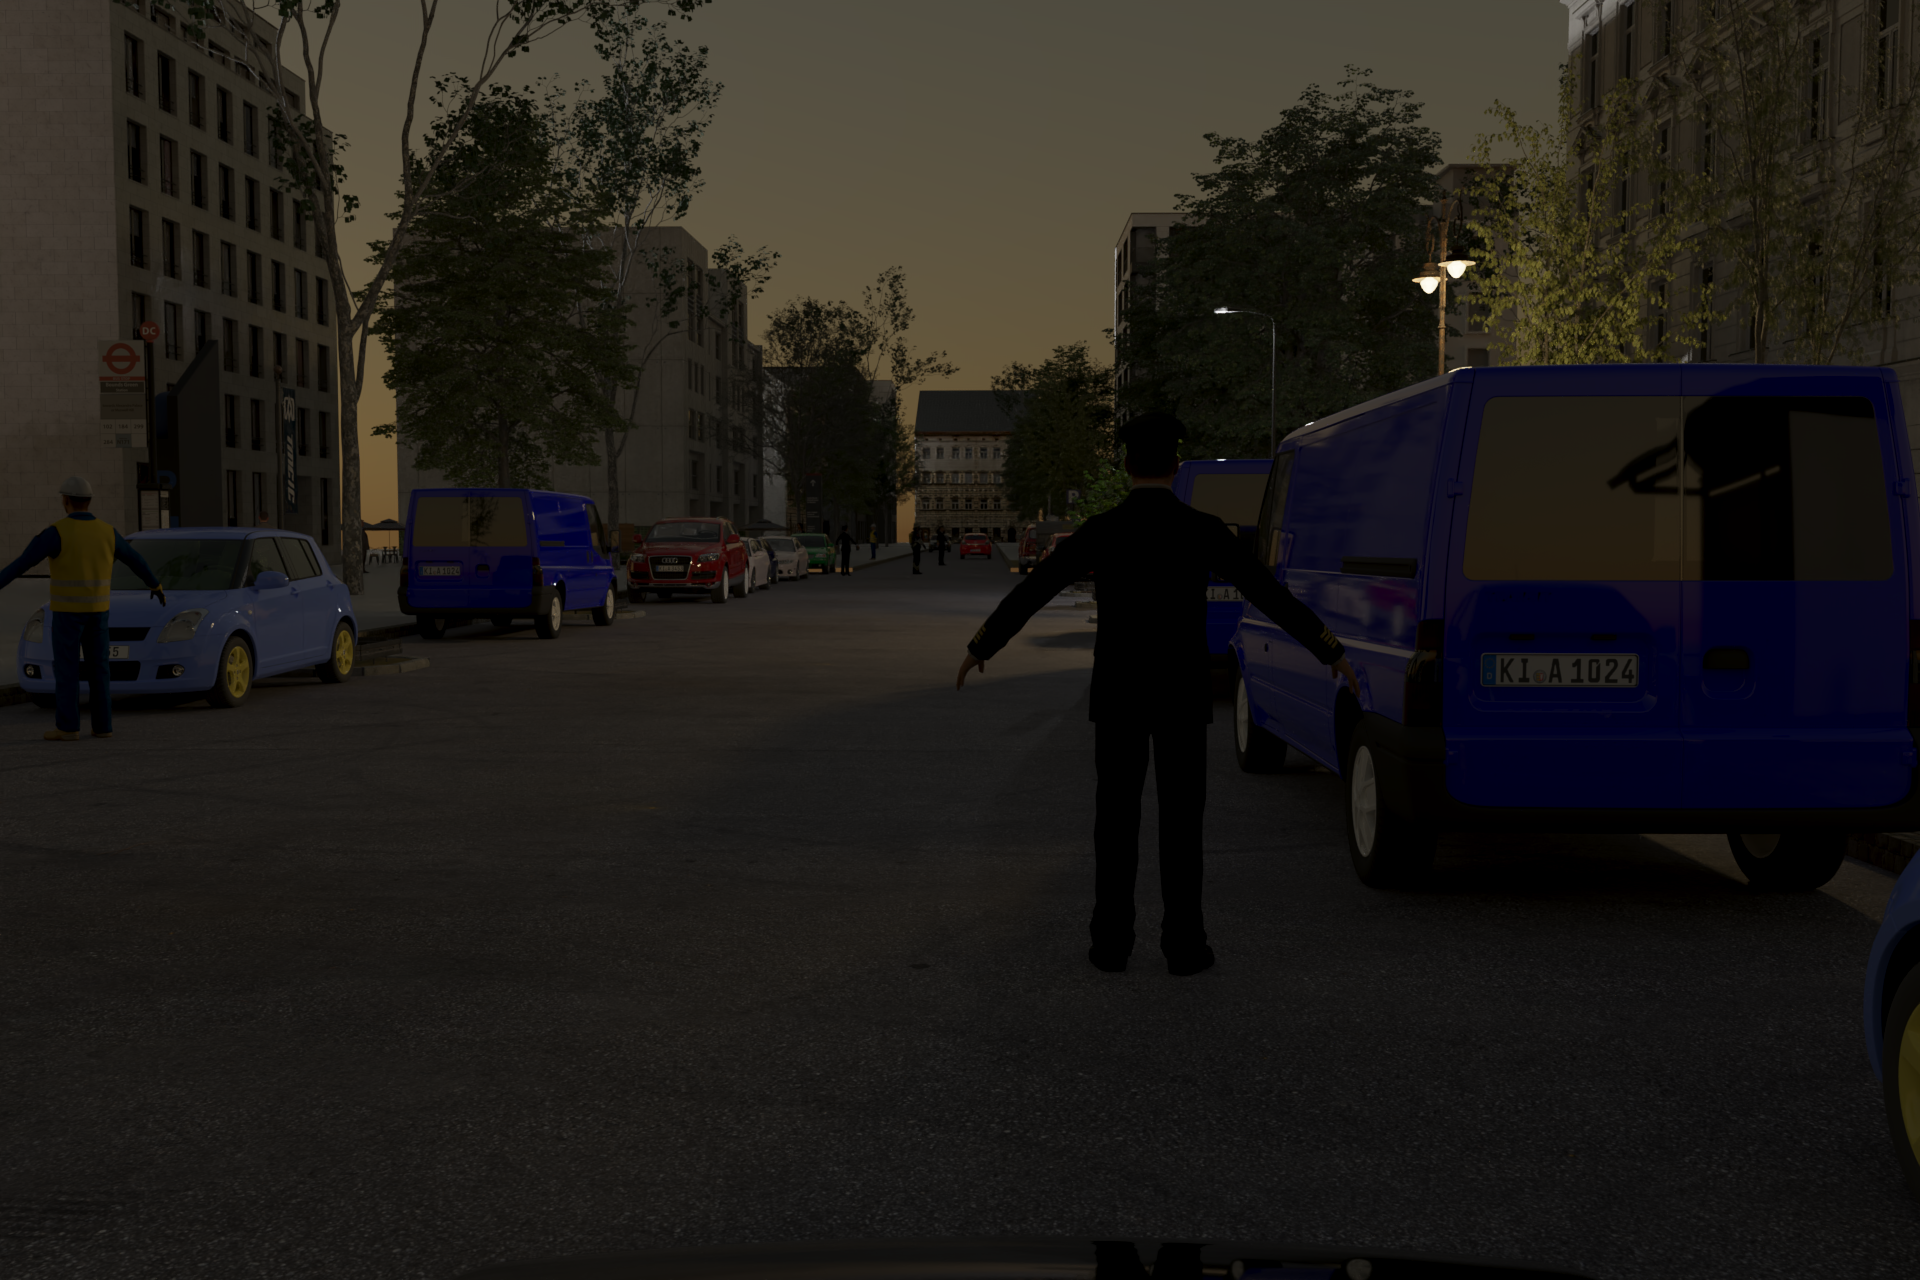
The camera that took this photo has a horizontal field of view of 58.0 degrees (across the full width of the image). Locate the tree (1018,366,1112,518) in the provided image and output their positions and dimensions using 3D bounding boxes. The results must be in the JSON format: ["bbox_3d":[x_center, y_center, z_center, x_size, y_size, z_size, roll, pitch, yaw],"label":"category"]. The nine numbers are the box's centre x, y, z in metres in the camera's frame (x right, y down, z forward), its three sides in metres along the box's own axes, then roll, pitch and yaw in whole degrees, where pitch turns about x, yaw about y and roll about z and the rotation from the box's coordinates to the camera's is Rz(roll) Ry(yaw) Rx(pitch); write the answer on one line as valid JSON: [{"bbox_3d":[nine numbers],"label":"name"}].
[{"bbox_3d":[4.740,-7.630,75.120,4.737,8.622,4.395,0,3,0],"label":"tree"}]

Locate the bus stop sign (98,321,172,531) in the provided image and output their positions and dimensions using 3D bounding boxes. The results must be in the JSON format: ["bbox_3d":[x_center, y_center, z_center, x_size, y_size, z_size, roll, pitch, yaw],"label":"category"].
[{"bbox_3d":[-10.363,-2.024,21.794,0.855,3.939,0.416,0,3,0],"label":"bus stop sign"}]

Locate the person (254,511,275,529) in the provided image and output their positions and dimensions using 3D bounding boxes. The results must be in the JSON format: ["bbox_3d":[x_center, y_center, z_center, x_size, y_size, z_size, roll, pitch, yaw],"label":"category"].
[{"bbox_3d":[-14.400,-1.783,35.722,0.617,1.759,0.750,-3,4,-37],"label":"person"}]

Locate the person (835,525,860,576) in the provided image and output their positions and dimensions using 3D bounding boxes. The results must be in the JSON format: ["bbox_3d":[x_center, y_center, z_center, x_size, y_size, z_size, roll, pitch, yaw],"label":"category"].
[{"bbox_3d":[-3.863,-3.064,59.281,1.216,1.740,0.721,3,5,44],"label":"person"}]

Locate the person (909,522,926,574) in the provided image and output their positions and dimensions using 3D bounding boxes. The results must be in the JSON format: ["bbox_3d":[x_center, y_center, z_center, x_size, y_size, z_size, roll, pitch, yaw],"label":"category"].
[{"bbox_3d":[-1.520,-3.266,61.634,0.705,1.856,1.354,-1,4,-20],"label":"person"}]

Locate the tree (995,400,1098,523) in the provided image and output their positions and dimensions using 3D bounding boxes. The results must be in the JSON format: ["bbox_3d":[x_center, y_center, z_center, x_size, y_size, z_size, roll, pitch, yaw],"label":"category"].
[{"bbox_3d":[7.596,-15.236,155.766,9.857,13.997,8.962,0,3,0],"label":"tree"}]

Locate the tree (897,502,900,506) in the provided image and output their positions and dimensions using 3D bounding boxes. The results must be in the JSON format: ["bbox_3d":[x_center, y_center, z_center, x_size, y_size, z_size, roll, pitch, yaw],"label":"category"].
[{"bbox_3d":[-10.693,-19.174,263.859,4.360,8.622,3.978,0,3,0],"label":"tree"}]

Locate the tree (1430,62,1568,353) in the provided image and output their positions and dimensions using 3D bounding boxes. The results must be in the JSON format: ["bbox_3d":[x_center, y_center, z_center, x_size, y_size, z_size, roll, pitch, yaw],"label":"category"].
[{"bbox_3d":[24.541,-13.040,69.086,12.611,20.169,13.585,0,3,0],"label":"tree"}]

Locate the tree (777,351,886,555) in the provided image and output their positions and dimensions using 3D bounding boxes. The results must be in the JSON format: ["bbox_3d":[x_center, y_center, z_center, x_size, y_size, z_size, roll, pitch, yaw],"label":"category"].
[{"bbox_3d":[-7.970,-11.573,107.338,7.486,12.596,7.792,0,3,0],"label":"tree"}]

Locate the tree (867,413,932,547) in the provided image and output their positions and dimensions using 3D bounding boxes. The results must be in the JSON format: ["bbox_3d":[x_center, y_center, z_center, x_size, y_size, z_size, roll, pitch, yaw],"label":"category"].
[{"bbox_3d":[-7.265,-15.831,169.198,12.009,13.543,11.850,0,3,0],"label":"tree"}]

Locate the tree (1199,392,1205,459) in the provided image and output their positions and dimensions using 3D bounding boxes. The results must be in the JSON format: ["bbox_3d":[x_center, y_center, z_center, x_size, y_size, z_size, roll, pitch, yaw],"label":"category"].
[{"bbox_3d":[11.119,-7.615,74.869,4.360,8.622,3.978,0,3,0],"label":"tree"}]

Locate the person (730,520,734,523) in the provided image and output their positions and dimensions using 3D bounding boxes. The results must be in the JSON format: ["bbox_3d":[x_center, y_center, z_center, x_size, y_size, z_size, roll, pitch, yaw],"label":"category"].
[{"bbox_3d":[-9.540,-4.061,72.164,0.705,1.858,1.354,0,4,-8],"label":"person"}]

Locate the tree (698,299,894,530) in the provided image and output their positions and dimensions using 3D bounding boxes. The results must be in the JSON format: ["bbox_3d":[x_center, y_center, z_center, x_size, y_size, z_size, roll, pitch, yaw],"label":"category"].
[{"bbox_3d":[-8.507,-11.061,91.214,12.009,13.543,11.850,0,3,0],"label":"tree"}]

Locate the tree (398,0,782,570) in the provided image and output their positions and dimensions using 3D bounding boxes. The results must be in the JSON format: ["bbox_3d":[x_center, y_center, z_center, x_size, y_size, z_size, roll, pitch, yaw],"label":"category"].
[{"bbox_3d":[-12.589,-12.454,59.513,12.611,20.169,13.585,0,3,0],"label":"tree"}]

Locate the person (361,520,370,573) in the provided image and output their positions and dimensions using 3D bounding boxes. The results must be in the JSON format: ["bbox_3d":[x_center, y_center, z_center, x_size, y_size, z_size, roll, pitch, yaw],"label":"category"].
[{"bbox_3d":[-19.490,-3.055,56.538,0.434,1.755,0.990,0,4,1],"label":"person"}]

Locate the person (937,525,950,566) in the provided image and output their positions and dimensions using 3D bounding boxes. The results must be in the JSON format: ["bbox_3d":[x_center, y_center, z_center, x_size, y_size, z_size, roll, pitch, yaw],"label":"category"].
[{"bbox_3d":[-0.812,-4.306,78.803,0.705,1.837,1.347,1,4,22],"label":"person"}]

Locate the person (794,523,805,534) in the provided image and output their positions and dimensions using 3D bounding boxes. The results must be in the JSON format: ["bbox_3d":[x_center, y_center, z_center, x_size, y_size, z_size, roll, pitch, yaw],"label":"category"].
[{"bbox_3d":[-7.858,-4.801,84.647,1.345,1.843,0.704,2,4,33],"label":"person"}]

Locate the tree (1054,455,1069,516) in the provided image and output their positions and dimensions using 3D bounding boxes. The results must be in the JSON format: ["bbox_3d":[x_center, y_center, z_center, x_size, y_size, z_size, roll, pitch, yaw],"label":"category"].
[{"bbox_3d":[8.260,-12.028,147.016,4.360,8.622,3.978,0,3,0],"label":"tree"}]

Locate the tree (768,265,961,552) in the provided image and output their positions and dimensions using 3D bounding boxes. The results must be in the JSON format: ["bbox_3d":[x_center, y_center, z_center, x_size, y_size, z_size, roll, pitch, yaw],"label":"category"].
[{"bbox_3d":[-6.807,-16.274,121.962,12.611,20.169,13.585,0,3,0],"label":"tree"}]

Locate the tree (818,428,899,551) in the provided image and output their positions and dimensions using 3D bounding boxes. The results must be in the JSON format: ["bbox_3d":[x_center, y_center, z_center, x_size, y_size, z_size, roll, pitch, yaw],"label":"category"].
[{"bbox_3d":[-8.277,-12.226,134.304,7.601,10.594,8.767,-2,4,-32],"label":"tree"}]

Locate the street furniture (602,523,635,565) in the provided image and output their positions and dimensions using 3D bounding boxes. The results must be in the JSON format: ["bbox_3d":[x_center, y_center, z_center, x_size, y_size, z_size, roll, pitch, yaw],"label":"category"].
[{"bbox_3d":[-15.257,-4.022,72.610,11.010,1.723,9.812,-2,4,-30],"label":"street furniture"}]

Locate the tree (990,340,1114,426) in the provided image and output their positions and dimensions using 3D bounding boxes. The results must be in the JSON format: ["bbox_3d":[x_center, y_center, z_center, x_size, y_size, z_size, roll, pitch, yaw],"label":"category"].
[{"bbox_3d":[9.599,-19.131,168.687,12.611,20.169,13.585,0,3,0],"label":"tree"}]

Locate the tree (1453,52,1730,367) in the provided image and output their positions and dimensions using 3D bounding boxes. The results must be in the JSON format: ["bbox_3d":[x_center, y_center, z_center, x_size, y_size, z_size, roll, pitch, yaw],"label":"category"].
[{"bbox_3d":[9.697,-4.726,27.635,4.737,8.622,4.395,0,3,0],"label":"tree"}]

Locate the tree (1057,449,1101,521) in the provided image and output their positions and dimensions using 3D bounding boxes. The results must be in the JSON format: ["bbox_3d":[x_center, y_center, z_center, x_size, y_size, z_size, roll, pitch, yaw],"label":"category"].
[{"bbox_3d":[7.194,-10.165,116.558,4.360,8.622,3.978,0,3,0],"label":"tree"}]

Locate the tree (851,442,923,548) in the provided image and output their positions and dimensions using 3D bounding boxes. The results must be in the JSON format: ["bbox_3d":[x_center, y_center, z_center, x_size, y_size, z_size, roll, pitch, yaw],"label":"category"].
[{"bbox_3d":[-7.353,-13.526,155.558,8.767,10.594,7.601,0,4,5],"label":"tree"}]

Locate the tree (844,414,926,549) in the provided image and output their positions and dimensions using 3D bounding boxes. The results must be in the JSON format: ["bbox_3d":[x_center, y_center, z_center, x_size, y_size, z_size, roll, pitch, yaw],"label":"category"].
[{"bbox_3d":[-7.035,-13.453,145.705,9.928,11.665,9.643,0,3,0],"label":"tree"}]

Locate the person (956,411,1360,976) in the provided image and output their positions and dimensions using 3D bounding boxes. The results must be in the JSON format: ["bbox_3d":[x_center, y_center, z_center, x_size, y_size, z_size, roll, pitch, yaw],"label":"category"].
[{"bbox_3d":[0.632,0.164,5.711,1.347,1.837,0.705,1,4,11],"label":"person"}]

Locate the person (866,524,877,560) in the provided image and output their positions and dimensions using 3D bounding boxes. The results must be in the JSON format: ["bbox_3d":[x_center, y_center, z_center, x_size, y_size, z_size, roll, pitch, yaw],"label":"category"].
[{"bbox_3d":[-4.407,-4.889,86.401,0.721,1.772,1.216,-2,4,-24],"label":"person"}]

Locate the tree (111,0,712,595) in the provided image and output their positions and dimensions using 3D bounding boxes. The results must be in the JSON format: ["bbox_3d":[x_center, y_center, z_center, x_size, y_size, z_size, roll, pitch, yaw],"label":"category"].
[{"bbox_3d":[-11.442,-10.963,35.141,12.611,20.169,13.585,0,3,0],"label":"tree"}]

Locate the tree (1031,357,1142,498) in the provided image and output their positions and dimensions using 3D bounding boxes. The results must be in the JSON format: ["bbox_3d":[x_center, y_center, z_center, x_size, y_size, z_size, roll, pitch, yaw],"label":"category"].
[{"bbox_3d":[7.384,-9.553,90.599,8.767,10.594,7.601,1,4,18],"label":"tree"}]

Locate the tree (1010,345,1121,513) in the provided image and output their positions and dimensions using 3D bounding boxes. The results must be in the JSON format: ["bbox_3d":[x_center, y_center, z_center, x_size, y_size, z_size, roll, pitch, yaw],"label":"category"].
[{"bbox_3d":[6.454,-11.416,104.772,7.486,12.596,7.792,0,3,0],"label":"tree"}]

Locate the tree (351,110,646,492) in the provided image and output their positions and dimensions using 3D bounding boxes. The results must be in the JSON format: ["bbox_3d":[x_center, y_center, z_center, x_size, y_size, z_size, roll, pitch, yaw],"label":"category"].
[{"bbox_3d":[-12.310,-7.855,46.554,7.486,12.596,7.792,0,3,0],"label":"tree"}]

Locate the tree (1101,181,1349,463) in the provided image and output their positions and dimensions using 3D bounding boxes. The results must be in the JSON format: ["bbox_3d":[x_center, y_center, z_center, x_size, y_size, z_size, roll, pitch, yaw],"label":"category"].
[{"bbox_3d":[9.828,-9.653,64.482,9.857,13.997,8.962,0,3,0],"label":"tree"}]

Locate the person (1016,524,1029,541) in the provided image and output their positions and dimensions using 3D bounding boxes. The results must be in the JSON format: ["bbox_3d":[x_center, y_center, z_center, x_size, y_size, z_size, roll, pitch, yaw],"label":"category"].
[{"bbox_3d":[3.676,-5.298,92.803,1.347,1.806,0.705,-1,4,-9],"label":"person"}]

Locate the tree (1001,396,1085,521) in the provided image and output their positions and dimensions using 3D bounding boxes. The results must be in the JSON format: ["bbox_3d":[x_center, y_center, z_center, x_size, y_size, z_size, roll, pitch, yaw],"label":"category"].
[{"bbox_3d":[6.930,-13.444,137.943,7.486,12.596,7.792,0,3,0],"label":"tree"}]

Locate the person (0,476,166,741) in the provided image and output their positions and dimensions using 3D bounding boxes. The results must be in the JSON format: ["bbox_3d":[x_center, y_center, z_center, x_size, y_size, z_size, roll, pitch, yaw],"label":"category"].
[{"bbox_3d":[-6.171,-0.226,12.118,0.705,1.833,1.349,3,4,37],"label":"person"}]

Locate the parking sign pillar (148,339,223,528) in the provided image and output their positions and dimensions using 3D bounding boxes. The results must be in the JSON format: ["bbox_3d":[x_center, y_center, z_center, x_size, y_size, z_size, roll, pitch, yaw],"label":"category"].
[{"bbox_3d":[-10.470,-2.139,23.442,1.447,3.967,1.447,0,4,0],"label":"parking sign pillar"}]
